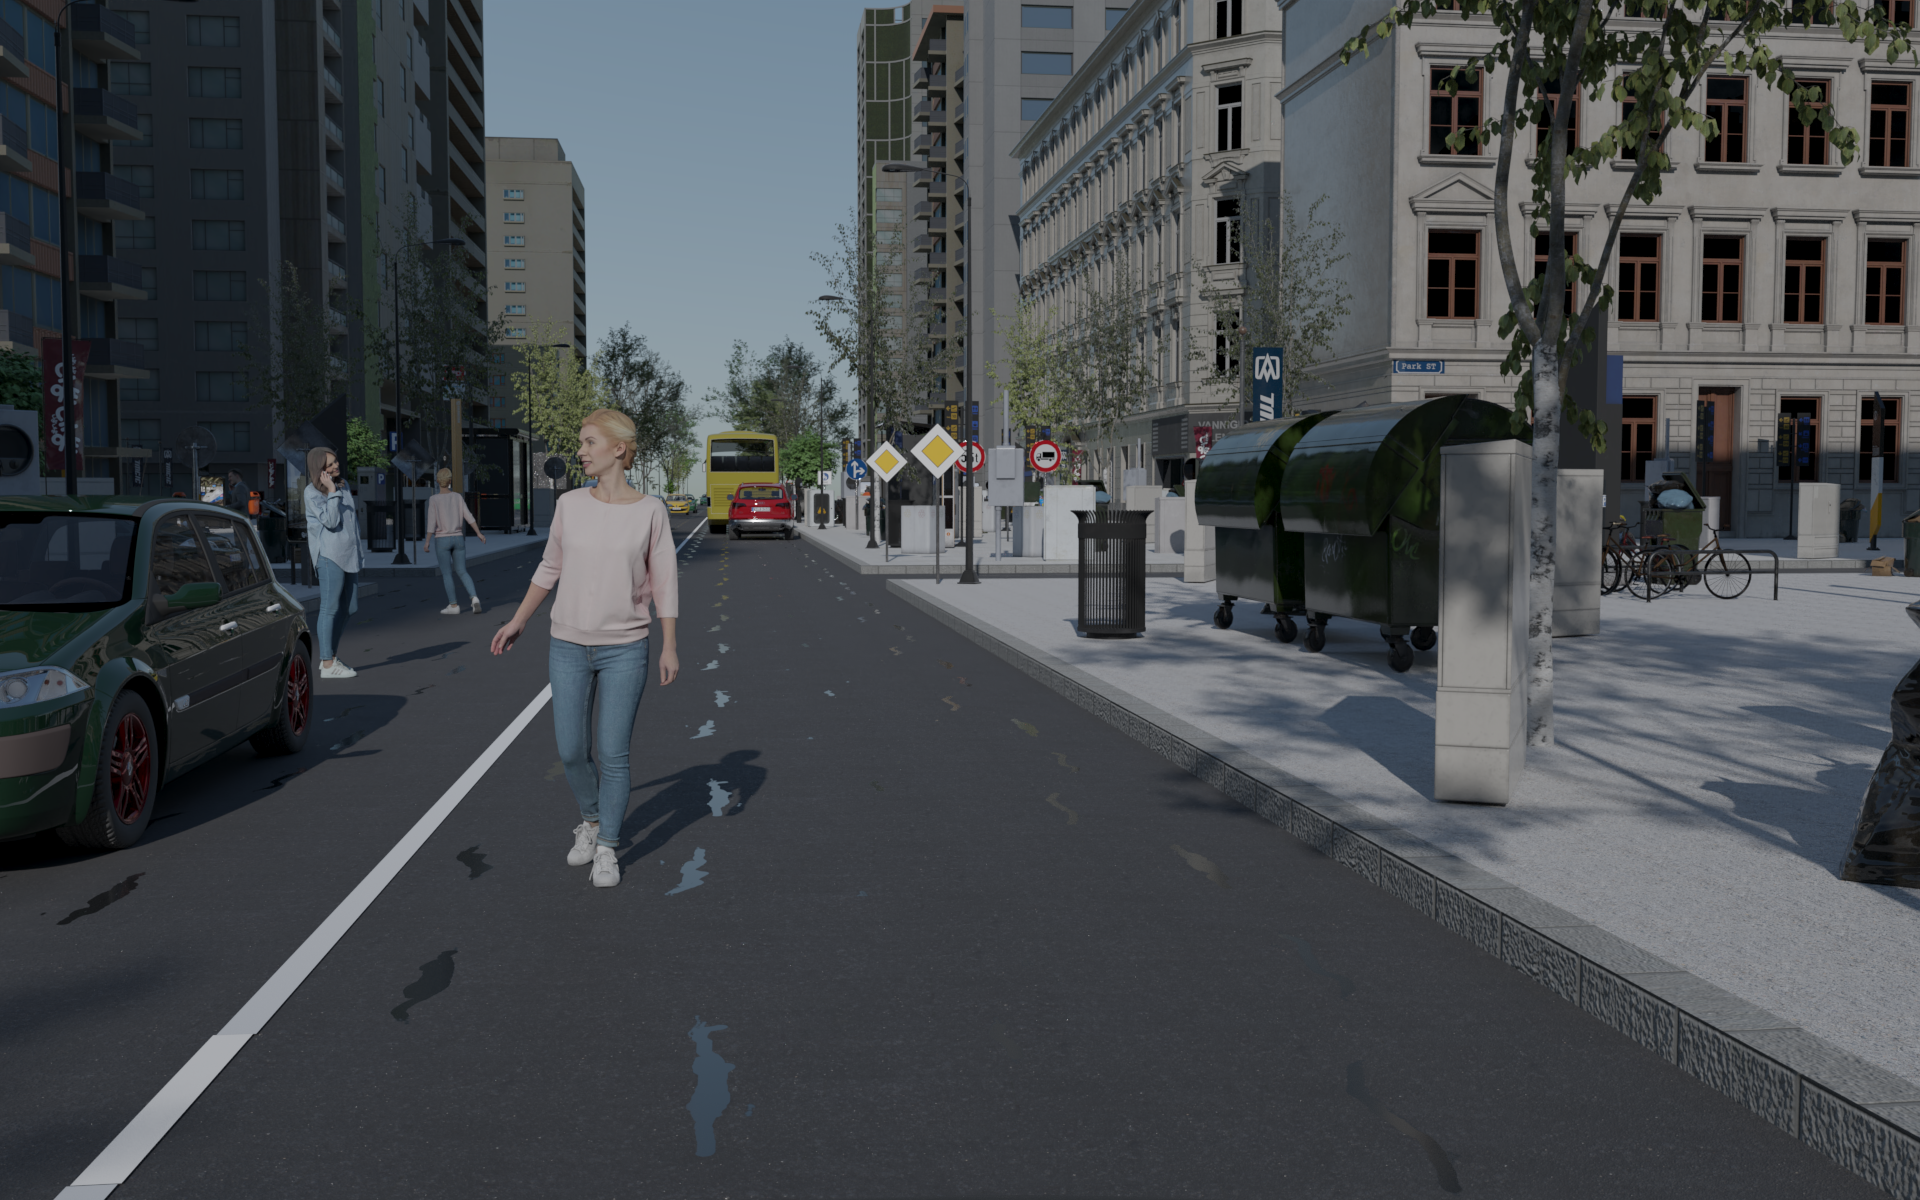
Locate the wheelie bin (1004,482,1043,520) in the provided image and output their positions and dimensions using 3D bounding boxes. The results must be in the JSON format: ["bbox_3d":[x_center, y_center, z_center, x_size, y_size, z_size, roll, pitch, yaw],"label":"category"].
[{"bbox_3d":[1.705,-2.231,44.380,0.980,1.594,0.693,0,4,7],"label":"wheelie bin"}]

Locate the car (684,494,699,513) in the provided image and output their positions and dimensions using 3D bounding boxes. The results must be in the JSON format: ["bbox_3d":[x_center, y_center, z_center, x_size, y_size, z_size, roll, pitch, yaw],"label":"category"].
[{"bbox_3d":[-20.740,-7.255,130.422,2.131,1.459,4.920,0,4,-7],"label":"car"}]

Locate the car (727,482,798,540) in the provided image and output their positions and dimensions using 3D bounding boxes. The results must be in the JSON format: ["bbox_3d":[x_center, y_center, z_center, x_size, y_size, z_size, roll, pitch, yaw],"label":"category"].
[{"bbox_3d":[-6.327,-2.857,55.381,2.281,1.827,5.304,0,4,-6],"label":"car"}]

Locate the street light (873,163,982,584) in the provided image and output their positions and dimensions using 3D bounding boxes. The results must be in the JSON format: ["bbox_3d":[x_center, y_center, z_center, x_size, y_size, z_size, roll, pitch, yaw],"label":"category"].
[{"bbox_3d":[-0.404,-3.181,24.544,1.470,5.913,1.316,0,4,-8],"label":"street light"}]

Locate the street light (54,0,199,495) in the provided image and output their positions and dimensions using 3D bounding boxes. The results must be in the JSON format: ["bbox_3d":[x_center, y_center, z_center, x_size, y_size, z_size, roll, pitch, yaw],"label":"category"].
[{"bbox_3d":[-7.659,-2.654,15.941,1.470,5.913,1.316,0,4,-8],"label":"street light"}]

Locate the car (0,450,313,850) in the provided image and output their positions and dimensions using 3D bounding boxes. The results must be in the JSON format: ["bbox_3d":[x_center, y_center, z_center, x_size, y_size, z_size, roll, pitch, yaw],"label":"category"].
[{"bbox_3d":[-4.335,0.102,8.117,2.009,1.686,4.222,0,4,-7],"label":"car"}]

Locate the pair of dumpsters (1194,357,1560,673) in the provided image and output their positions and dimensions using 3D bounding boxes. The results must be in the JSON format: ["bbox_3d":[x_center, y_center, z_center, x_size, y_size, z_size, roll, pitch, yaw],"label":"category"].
[{"bbox_3d":[3.301,-0.730,14.432,1.574,2.255,4.437,0,4,-8],"label":"pair of dumpsters"}]

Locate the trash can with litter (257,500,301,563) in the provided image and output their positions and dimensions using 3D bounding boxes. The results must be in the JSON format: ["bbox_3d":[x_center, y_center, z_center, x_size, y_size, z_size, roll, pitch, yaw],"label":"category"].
[{"bbox_3d":[-12.503,-1.273,32.198,1.055,1.170,0.624,-1,4,-10],"label":"trash can with litter"}]

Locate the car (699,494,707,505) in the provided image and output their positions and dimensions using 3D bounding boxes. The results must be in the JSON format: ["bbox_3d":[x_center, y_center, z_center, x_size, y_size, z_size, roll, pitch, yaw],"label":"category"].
[{"bbox_3d":[-32.725,-13.010,224.518,2.131,1.459,4.920,0,4,-6],"label":"car"}]

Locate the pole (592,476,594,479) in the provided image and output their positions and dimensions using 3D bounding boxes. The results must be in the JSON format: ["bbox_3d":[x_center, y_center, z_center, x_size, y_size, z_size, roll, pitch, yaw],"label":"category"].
[{"bbox_3d":[-21.795,-6.669,102.873,0.158,3.312,0.155,0,3,0],"label":"pole"}]

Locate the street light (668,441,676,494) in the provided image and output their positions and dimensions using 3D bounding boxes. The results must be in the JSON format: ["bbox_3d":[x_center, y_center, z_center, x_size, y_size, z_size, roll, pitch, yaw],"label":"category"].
[{"bbox_3d":[-25.819,-10.965,151.811,1.470,5.913,1.316,0,4,-8],"label":"street light"}]

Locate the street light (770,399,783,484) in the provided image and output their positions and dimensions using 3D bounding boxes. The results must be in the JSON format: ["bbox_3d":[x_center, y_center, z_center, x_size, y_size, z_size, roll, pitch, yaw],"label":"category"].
[{"bbox_3d":[-8.549,-6.862,84.736,1.470,5.913,1.316,0,4,-8],"label":"street light"}]

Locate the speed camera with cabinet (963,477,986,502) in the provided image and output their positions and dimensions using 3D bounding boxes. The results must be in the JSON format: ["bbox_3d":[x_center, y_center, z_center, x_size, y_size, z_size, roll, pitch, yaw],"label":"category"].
[{"bbox_3d":[1.318,-5.176,78.970,2.038,3.252,0.660,0,4,8],"label":"speed camera with cabinet"}]

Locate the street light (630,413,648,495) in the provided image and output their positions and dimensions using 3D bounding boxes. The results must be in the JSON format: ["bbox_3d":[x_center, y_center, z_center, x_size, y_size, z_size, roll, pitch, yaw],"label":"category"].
[{"bbox_3d":[-18.883,-7.771,99.598,1.470,5.913,1.316,0,4,-8],"label":"street light"}]

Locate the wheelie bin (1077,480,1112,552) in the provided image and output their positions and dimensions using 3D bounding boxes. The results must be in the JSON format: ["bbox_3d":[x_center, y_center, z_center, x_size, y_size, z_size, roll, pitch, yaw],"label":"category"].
[{"bbox_3d":[2.926,-1.876,38.582,0.980,1.594,0.693,2,4,32],"label":"wheelie bin"}]

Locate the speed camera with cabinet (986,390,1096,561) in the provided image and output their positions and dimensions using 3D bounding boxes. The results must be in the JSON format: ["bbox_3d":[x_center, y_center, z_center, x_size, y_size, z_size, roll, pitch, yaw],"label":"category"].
[{"bbox_3d":[1.578,-2.379,33.230,2.038,3.252,0.660,0,4,4],"label":"speed camera with cabinet"}]

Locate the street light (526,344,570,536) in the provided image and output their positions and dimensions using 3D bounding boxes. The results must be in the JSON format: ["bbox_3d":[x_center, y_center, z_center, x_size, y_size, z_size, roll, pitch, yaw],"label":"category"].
[{"bbox_3d":[-12.725,-4.954,53.533,1.470,5.913,1.316,0,4,-8],"label":"street light"}]

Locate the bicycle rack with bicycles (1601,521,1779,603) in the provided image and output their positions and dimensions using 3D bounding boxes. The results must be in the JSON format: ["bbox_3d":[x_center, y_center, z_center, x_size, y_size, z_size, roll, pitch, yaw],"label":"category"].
[{"bbox_3d":[8.591,-0.503,21.604,2.925,0.926,2.852,-1,4,-13],"label":"bicycle rack with bicycles"}]

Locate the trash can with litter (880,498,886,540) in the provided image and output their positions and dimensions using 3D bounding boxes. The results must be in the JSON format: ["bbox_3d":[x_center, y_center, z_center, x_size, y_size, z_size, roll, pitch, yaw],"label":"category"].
[{"bbox_3d":[-1.744,-2.238,47.974,1.055,1.170,0.624,1,4,15],"label":"trash can with litter"}]

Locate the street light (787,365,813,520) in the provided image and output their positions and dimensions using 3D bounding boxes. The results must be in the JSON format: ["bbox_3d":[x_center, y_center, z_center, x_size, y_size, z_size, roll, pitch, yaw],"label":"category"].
[{"bbox_3d":[-5.544,-5.512,62.655,1.470,5.913,1.316,0,4,-8],"label":"street light"}]

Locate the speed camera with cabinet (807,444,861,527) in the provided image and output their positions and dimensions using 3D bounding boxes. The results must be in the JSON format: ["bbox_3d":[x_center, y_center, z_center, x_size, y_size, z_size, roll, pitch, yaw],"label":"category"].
[{"bbox_3d":[-4.935,-4.486,67.687,2.038,3.252,0.660,-1,4,-19],"label":"speed camera with cabinet"}]

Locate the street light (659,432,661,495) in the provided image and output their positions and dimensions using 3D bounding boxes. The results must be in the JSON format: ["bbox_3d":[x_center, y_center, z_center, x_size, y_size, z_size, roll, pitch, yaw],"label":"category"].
[{"bbox_3d":[-22.809,-9.583,129.224,1.470,5.913,1.316,0,4,-8],"label":"street light"}]

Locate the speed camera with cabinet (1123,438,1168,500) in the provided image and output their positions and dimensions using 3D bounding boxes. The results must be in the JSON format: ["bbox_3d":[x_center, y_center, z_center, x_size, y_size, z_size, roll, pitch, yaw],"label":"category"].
[{"bbox_3d":[6.693,-4.153,62.244,0.660,3.252,2.038,3,5,43],"label":"speed camera with cabinet"}]

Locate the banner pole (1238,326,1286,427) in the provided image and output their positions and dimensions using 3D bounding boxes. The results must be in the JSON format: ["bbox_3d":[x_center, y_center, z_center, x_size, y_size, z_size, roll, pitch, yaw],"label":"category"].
[{"bbox_3d":[4.448,-2.200,25.987,0.863,3.779,0.401,0,4,-6],"label":"banner pole"}]

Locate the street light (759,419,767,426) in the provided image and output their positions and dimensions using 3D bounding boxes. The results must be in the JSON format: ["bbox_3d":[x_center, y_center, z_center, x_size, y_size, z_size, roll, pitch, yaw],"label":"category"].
[{"bbox_3d":[-11.512,-8.221,106.952,1.470,5.913,1.316,0,4,-8],"label":"street light"}]

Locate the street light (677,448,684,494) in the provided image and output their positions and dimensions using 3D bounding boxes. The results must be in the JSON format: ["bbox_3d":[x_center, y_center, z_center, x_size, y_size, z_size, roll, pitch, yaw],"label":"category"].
[{"bbox_3d":[-28.749,-12.311,173.820,1.470,5.913,1.316,0,4,-8],"label":"street light"}]

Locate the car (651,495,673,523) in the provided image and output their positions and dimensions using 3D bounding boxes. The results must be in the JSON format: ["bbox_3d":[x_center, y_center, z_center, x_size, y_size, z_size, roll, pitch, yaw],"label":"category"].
[{"bbox_3d":[-12.497,-3.504,69.294,2.014,1.417,4.499,0,4,-8],"label":"car"}]

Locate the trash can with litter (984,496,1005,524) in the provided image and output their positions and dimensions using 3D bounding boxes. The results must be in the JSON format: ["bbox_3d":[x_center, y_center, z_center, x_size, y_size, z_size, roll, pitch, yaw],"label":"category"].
[{"bbox_3d":[1.262,-3.966,75.896,1.678,1.210,2.233,0,4,-1],"label":"trash can with litter"}]

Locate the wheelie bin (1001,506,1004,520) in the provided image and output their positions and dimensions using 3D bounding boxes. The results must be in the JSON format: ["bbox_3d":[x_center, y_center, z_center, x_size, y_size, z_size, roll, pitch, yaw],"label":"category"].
[{"bbox_3d":[2.239,-4.842,87.079,0.980,1.594,0.693,1,4,17],"label":"wheelie bin"}]

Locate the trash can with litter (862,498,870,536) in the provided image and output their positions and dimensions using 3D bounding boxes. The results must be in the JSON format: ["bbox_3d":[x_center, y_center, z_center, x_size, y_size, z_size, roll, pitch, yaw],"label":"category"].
[{"bbox_3d":[-2.438,-2.557,53.192,1.055,1.170,0.624,-1,4,-18],"label":"trash can with litter"}]

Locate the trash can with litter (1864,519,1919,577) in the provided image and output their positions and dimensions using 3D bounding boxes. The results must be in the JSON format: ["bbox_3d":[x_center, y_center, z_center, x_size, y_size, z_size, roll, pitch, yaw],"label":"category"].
[{"bbox_3d":[14.642,-0.946,26.862,1.055,1.170,0.624,2,4,35],"label":"trash can with litter"}]

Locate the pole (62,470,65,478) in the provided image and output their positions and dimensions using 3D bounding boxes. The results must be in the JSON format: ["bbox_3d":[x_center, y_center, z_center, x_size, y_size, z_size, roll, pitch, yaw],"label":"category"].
[{"bbox_3d":[-15.915,-2.264,30.861,0.158,3.312,0.155,0,3,0],"label":"pole"}]

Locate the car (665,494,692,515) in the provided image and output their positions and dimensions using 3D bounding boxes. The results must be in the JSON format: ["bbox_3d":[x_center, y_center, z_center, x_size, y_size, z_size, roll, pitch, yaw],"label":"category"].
[{"bbox_3d":[-19.217,-6.555,117.394,2.015,1.641,3.980,-1,4,-9],"label":"car"}]

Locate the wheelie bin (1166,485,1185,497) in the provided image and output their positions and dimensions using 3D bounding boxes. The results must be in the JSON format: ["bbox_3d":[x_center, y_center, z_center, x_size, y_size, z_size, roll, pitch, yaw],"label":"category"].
[{"bbox_3d":[7.522,-3.178,59.861,0.693,1.594,0.980,2,4,34],"label":"wheelie bin"}]

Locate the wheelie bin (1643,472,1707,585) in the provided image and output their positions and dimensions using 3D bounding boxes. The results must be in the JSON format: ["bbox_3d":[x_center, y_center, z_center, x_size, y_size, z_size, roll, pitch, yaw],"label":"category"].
[{"bbox_3d":[10.135,-1.021,24.605,0.693,1.594,0.980,0,4,-3],"label":"wheelie bin"}]

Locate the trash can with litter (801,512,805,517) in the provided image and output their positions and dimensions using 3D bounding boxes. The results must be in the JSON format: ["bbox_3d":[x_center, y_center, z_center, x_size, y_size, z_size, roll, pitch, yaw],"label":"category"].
[{"bbox_3d":[-8.981,-5.318,98.342,1.055,1.170,0.624,-2,4,-34],"label":"trash can with litter"}]

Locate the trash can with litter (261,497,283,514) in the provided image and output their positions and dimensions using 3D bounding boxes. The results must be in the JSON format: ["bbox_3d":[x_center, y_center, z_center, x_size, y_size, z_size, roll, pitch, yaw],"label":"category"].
[{"bbox_3d":[-16.383,-1.873,41.689,1.678,1.210,2.233,1,4,15],"label":"trash can with litter"}]

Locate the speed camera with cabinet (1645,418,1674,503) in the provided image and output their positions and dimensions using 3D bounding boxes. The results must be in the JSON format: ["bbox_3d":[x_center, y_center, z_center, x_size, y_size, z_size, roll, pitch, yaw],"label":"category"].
[{"bbox_3d":[18.665,-3.149,45.820,0.660,3.252,2.038,3,4,36],"label":"speed camera with cabinet"}]

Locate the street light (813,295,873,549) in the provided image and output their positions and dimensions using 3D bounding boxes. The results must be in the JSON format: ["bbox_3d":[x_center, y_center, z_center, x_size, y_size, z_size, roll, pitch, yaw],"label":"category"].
[{"bbox_3d":[-2.604,-4.166,40.647,1.470,5.913,1.316,0,4,-8],"label":"street light"}]

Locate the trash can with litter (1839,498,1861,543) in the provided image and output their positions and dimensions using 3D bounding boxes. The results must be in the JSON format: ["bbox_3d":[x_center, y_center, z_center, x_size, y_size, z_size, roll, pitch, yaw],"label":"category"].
[{"bbox_3d":[23.326,-2.093,45.600,1.055,1.170,0.624,-2,4,-35],"label":"trash can with litter"}]

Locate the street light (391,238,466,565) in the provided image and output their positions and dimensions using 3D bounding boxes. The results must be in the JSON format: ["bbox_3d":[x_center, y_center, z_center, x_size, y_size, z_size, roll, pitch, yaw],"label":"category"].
[{"bbox_3d":[-9.671,-3.609,31.540,1.470,5.913,1.316,0,4,-8],"label":"street light"}]

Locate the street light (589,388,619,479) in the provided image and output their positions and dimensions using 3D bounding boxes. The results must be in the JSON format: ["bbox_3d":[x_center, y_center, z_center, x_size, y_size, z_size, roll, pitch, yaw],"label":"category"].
[{"bbox_3d":[-15.686,-6.337,76.152,1.470,5.913,1.316,0,4,-8],"label":"street light"}]

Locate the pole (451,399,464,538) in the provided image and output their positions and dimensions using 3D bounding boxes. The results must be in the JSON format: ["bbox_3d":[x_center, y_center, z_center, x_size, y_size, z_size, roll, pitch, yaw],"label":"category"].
[{"bbox_3d":[-10.783,-2.649,37.158,0.158,3.312,0.155,0,3,0],"label":"pole"}]

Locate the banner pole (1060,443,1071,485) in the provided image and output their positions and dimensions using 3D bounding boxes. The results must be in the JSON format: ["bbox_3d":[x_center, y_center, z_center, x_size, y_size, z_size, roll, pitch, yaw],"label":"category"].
[{"bbox_3d":[5.221,-5.838,85.461,0.863,3.779,0.401,3,5,44],"label":"banner pole"}]

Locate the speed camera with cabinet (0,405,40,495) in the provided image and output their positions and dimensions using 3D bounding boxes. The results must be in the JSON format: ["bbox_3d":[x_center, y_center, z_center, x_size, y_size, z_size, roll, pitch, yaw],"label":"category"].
[{"bbox_3d":[-21.763,-2.813,40.323,0.660,3.252,2.038,2,4,32],"label":"speed camera with cabinet"}]
